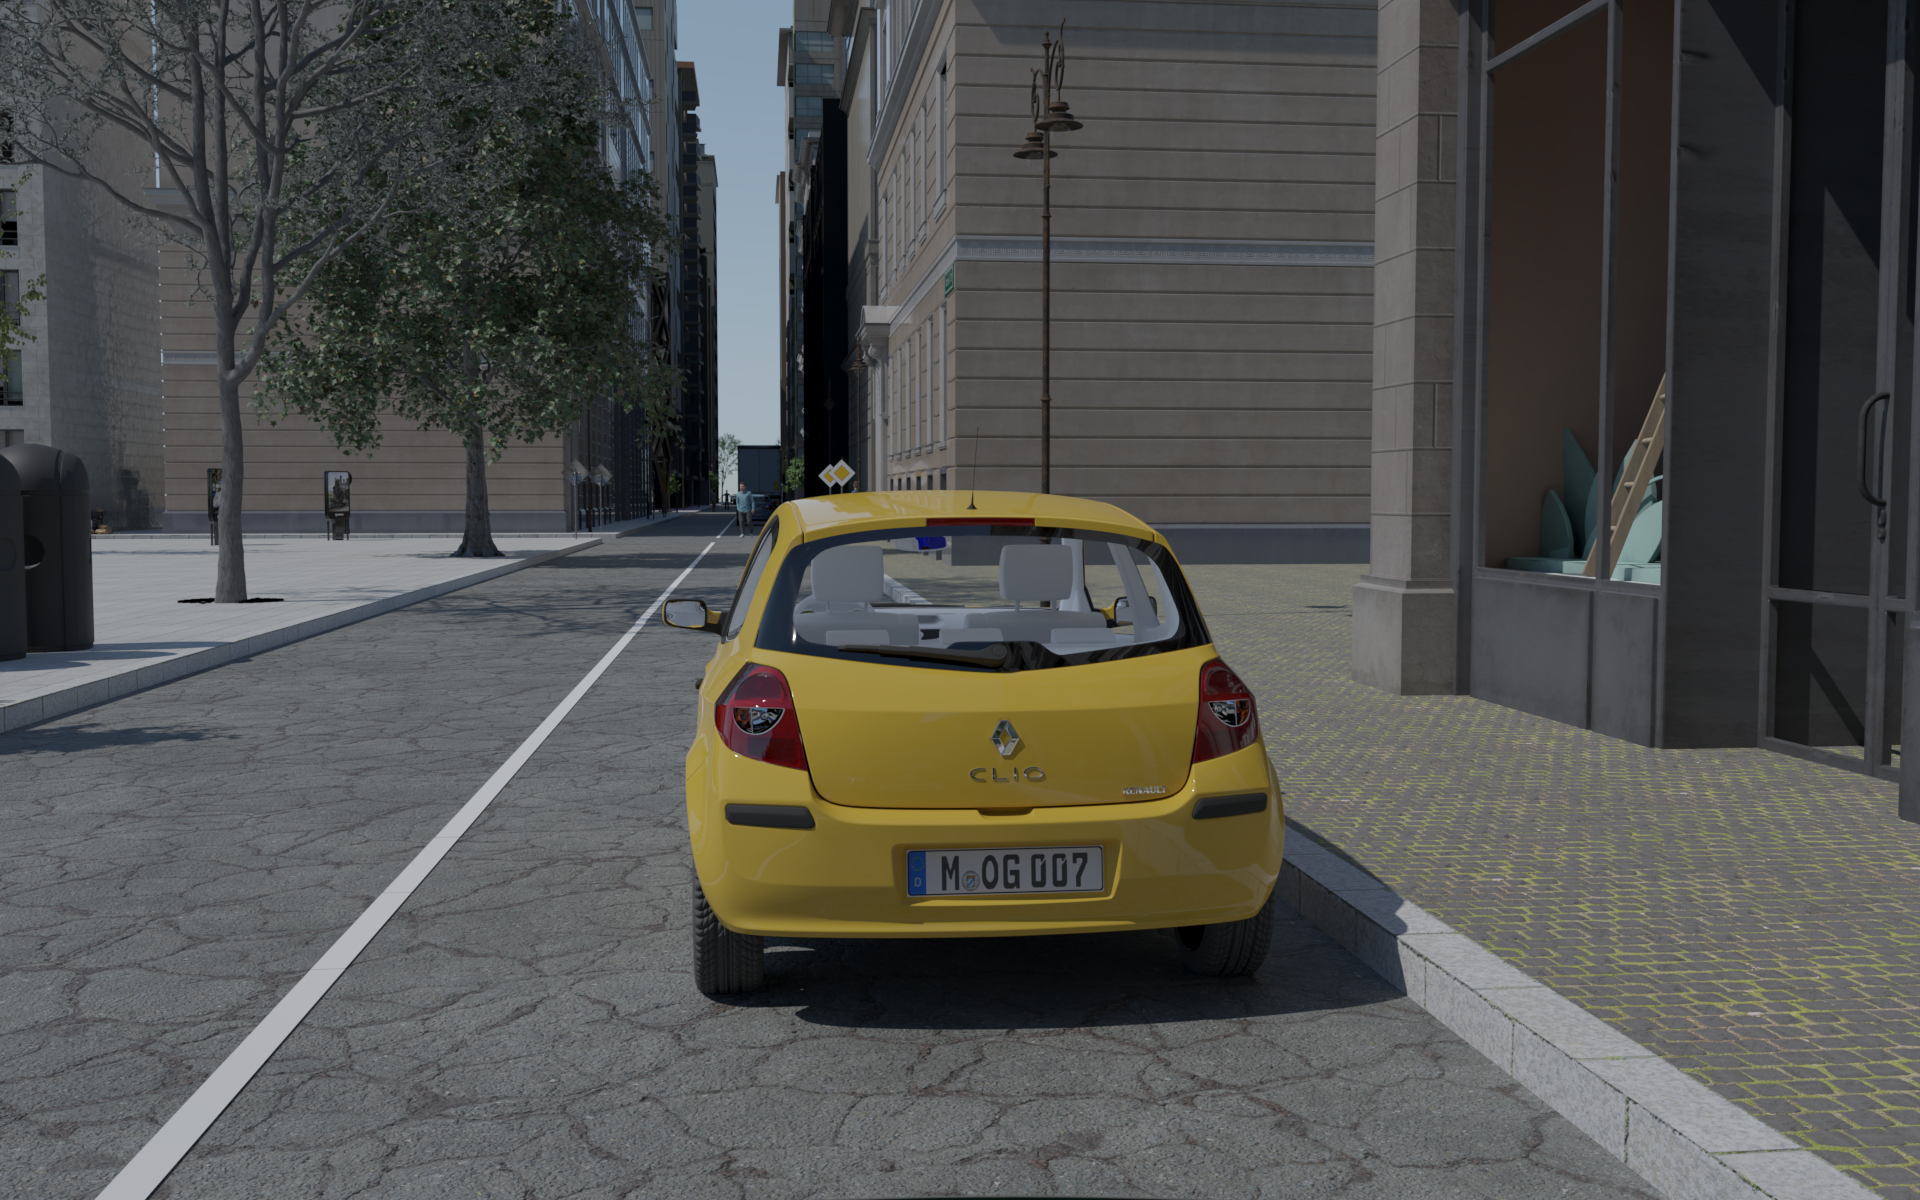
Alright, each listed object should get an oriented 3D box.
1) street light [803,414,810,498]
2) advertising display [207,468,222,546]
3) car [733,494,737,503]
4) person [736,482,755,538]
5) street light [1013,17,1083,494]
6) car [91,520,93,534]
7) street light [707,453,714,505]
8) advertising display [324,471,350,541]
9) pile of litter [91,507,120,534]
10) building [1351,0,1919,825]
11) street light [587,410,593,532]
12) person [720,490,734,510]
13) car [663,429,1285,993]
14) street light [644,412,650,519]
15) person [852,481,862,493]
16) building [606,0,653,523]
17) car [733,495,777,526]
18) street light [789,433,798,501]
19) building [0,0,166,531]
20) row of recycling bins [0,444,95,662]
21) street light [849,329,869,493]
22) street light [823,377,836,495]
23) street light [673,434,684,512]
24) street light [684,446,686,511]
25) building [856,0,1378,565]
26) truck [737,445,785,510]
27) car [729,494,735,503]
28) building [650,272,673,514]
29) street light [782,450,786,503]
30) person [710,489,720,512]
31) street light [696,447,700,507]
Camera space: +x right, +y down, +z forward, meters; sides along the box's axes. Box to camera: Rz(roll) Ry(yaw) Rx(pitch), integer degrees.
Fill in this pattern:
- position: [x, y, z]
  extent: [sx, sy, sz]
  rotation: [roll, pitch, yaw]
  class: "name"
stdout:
- position: [-8.806, -7.799, 100.302]
  extent: [0.468, 5.910, 1.993]
  rotation: [0, 4, -7]
  class: "street light"
- position: [-18.567, -2.333, 43.359]
  extent: [0.123, 1.923, 0.974]
  rotation: [0, 4, -1]
  class: "advertising display"
- position: [-32.122, -14.685, 251.897]
  extent: [2.131, 1.459, 4.920]
  rotation: [-1, 4, -8]
  class: "car"
- position: [-7.073, -2.982, 57.278]
  extent: [0.660, 1.820, 0.620]
  rotation: [1, 4, 10]
  class: "person"
- position: [0.868, -2.732, 17.457]
  extent: [0.468, 5.910, 1.993]
  rotation: [0, 4, -7]
  class: "street light"
- position: [-28.482, -2.396, 51.540]
  extent: [4.827, 1.381, 2.083]
  rotation: [0, 4, -6]
  class: "car"
- position: [-28.526, -13.687, 196.574]
  extent: [0.468, 5.910, 1.993]
  rotation: [0, 4, -7]
  class: "street light"
- position: [-17.254, -2.617, 47.997]
  extent: [0.123, 1.923, 0.974]
  rotation: [1, 4, 17]
  class: "advertising display"
- position: [-27.531, -2.519, 55.143]
  extent: [1.719, 0.858, 1.176]
  rotation: [0, 4, 6]
  class: "pile of litter"
- position: [7.252, -9.758, 10.459]
  extent: [10.553, 20.767, 40.483]
  rotation: [0, 4, -7]
  class: "building"
- position: [-12.374, -5.197, 57.762]
  extent: [0.468, 5.910, 1.993]
  rotation: [0, 4, -7]
  class: "street light"
- position: [-21.435, -9.221, 159.249]
  extent: [1.348, 1.826, 0.705]
  rotation: [0, 4, -2]
  class: "person"
- position: [-0.117, 0.229, 6.477]
  extent: [2.015, 1.641, 3.980]
  rotation: [0, 4, -7]
  class: "car"
- position: [-16.058, -7.107, 88.984]
  extent: [0.468, 5.910, 1.993]
  rotation: [0, 4, -7]
  class: "street light"
- position: [-3.127, -2.708, 52.794]
  extent: [0.581, 1.822, 0.654]
  rotation: [-2, 4, -35]
  class: "person"
- position: [-22.428, -19.108, 89.908]
  extent: [11.434, 29.767, 29.804]
  rotation: [0, 4, -7]
  class: "building"
- position: [-9.438, -4.149, 79.838]
  extent: [2.014, 1.417, 4.499]
  rotation: [0, 4, -8]
  class: "car"
- position: [-12.511, -9.719, 131.695]
  extent: [0.468, 5.910, 1.993]
  rotation: [0, 4, -7]
  class: "street light"
- position: [-37.463, -12.438, 58.109]
  extent: [16.860, 20.320, 10.420]
  rotation: [0, 4, -7]
  class: "building"
- position: [-7.876, -0.357, 12.952]
  extent: [1.069, 1.692, 3.534]
  rotation: [1, 4, 13]
  class: "row of recycling bins"
- position: [-2.836, -4.641, 48.676]
  extent: [0.468, 5.910, 1.993]
  rotation: [0, 4, -7]
  class: "street light"
- position: [-5.165, -5.871, 68.782]
  extent: [0.468, 5.910, 1.993]
  rotation: [0, 4, -7]
  class: "street light"
- position: [-19.707, -9.033, 120.474]
  extent: [0.468, 5.910, 1.993]
  rotation: [0, 4, -7]
  class: "street light"
- position: [-21.428, -9.866, 134.100]
  extent: [0.468, 5.910, 1.993]
  rotation: [0, 4, -7]
  class: "street light"
- position: [4.891, -15.565, 40.391]
  extent: [13.634, 28.700, 20.117]
  rotation: [0, 4, -7]
  class: "building"
- position: [-11.999, -7.070, 104.506]
  extent: [2.839, 4.237, 11.283]
  rotation: [0, 4, -5]
  class: "truck"
- position: [-34.522, -15.607, 266.966]
  extent: [2.131, 1.459, 4.920]
  rotation: [0, 4, -8]
  class: "car"
- position: [-27.406, -15.023, 113.085]
  extent: [16.820, 18.784, 16.811]
  rotation: [0, 4, -7]
  class: "building"
- position: [-17.877, -12.477, 176.782]
  extent: [0.468, 5.910, 1.993]
  rotation: [0, 4, -7]
  class: "street light"
- position: [-20.077, -8.137, 141.550]
  extent: [0.705, 1.824, 1.348]
  rotation: [-3, 5, -45]
  class: "person"
- position: [-24.971, -11.777, 165.338]
  extent: [0.468, 5.910, 1.993]
  rotation: [0, 4, -7]
  class: "street light"
